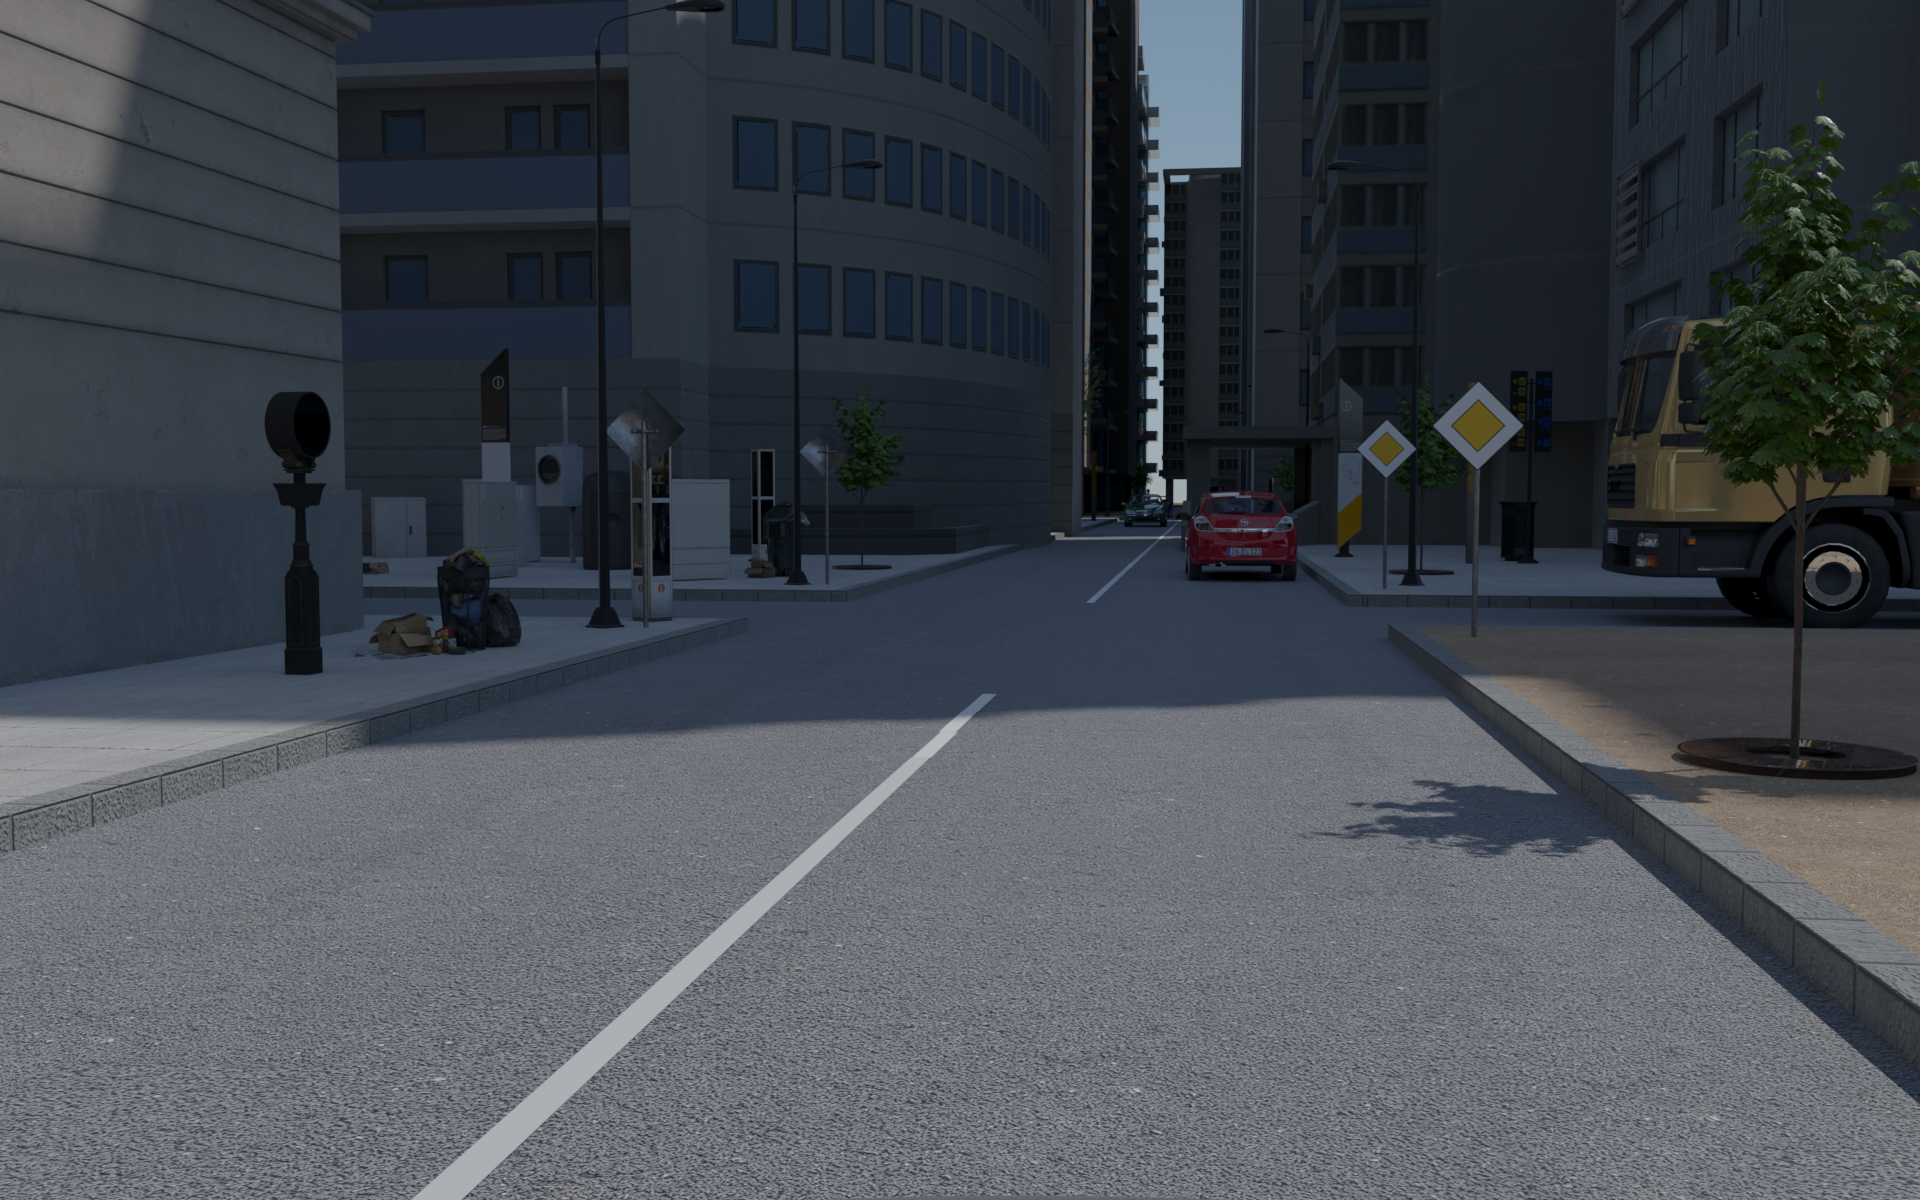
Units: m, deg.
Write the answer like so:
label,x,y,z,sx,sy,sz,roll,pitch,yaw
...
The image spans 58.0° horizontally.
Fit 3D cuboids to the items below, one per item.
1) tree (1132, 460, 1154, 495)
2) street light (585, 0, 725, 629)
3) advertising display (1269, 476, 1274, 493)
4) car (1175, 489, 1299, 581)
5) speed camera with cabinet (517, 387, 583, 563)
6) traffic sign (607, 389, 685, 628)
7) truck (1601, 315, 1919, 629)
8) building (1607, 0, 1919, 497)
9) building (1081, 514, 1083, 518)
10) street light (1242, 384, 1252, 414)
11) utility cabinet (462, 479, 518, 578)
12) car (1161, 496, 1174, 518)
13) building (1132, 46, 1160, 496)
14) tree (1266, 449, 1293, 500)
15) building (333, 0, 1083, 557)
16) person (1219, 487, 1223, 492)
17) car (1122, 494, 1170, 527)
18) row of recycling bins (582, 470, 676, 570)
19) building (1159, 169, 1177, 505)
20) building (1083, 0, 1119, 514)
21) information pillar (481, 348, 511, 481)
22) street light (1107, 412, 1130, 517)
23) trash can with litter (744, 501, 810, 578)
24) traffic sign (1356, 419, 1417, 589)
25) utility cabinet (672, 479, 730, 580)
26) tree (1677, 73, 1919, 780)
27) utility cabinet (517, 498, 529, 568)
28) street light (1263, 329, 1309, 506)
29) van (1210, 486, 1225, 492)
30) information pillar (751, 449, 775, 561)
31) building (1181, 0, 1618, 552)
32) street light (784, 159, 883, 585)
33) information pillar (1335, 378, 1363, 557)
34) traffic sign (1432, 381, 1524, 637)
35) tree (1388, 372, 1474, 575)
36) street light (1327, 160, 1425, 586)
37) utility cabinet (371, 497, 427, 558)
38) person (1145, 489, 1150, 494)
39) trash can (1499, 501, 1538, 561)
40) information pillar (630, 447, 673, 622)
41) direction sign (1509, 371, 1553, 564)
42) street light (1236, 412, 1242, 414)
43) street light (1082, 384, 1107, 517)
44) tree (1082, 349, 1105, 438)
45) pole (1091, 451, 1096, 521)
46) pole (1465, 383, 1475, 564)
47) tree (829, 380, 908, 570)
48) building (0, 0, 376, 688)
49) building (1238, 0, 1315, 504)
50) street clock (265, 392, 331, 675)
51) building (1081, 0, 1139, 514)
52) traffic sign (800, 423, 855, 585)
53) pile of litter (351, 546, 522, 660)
label,x,y,z,sx,sy,sz,roll,pitch,yaw
tree,14.810,-10.068,148.327,4.285,4.588,4.351,0,3,0
street light,-2.888,-2.684,16.429,1.470,5.913,1.316,1,4,8
advertising display,11.429,-3.568,63.558,0.123,1.923,0.974,1,4,15
car,4.829,-1.288,30.091,2.155,1.783,4.494,0,4,6
speed camera with cabinet,-7.982,-2.318,32.230,2.038,3.252,0.660,2,4,29
traffic sign,-3.011,-0.790,16.562,0.795,2.450,0.064,1,4,8
truck,11.320,-1.392,18.685,9.791,3.379,3.469,1,4,10
building,19.295,-21.018,27.231,14.086,41.232,14.154,1,4,8
building,-0.744,-26.732,87.176,14.600,45.320,14.200,1,4,8
street light,12.786,-6.158,73.226,1.470,5.913,1.316,1,4,8
utility cabinet,-7.120,-1.079,26.327,0.318,1.500,1.173,1,4,12
car,11.900,-5.605,104.215,1.945,1.354,3.894,1,4,10
building,7.038,-35.164,194.546,30.456,49.044,23.786,1,4,8
tree,12.709,-4.359,65.870,1.663,3.219,1.824,0,3,0
building,-8.055,-30.920,47.533,21.231,58.520,28.212,1,4,8
person,13.710,-5.067,91.446,0.694,1.812,0.767,2,4,26
car,8.300,-4.001,77.216,2.131,1.459,4.920,0,4,8
row of recycling bins,-5.862,-1.450,30.819,1.069,1.692,3.534,0,4,8
building,34.651,-30.755,194.727,23.993,40.220,32.217,1,4,8
building,-1.047,-28.110,114.226,22.147,44.769,28.867,1,4,8
information pillar,-7.459,-2.235,27.900,0.504,3.616,0.183,1,4,17
street light,8.911,-7.675,98.030,1.470,5.913,1.316,1,4,8
trash can with litter,-2.839,-0.939,26.747,0.624,1.170,1.055,2,4,28
traffic sign,5.738,-1.206,23.356,0.795,2.450,0.064,1,4,8
utility cabinet,-4.000,-1.044,25.755,1.173,1.500,0.318,-3,5,-41
tree,3.898,-0.824,8.071,1.663,3.219,1.824,0,3,0
utility cabinet,-7.949,-1.191,30.629,0.306,1.237,1.020,-2,4,-35
street light,9.220,-4.660,48.736,1.470,5.913,1.316,1,4,8
van,18.487,-7.517,127.294,2.240,2.365,5.245,0,4,6
information pillar,-3.232,-1.466,28.458,0.304,2.012,0.304,-2,4,-31
building,22.409,-21.674,46.251,32.217,40.220,23.993,1,4,8
street light,-1.767,-3.164,24.268,1.470,5.913,1.316,1,4,8
information pillar,7.896,-2.677,35.125,0.504,3.616,0.183,0,4,-1
traffic sign,4.602,-0.722,15.452,0.795,2.450,0.064,1,4,8
tree,7.404,-2.020,27.625,1.663,3.219,1.824,0,3,0
street light,5.809,-3.161,24.223,1.470,5.913,1.316,1,4,8
utility cabinet,-11.293,-1.451,34.880,1.020,1.237,0.306,-2,4,-31
person,10.964,-5.554,100.094,0.721,1.735,1.217,0,4,-1
trash can,10.670,-1.314,33.135,0.748,1.137,0.748,0,3,0
information pillar,-3.116,-0.795,17.488,0.304,2.012,0.304,3,5,40
direction sign,10.518,-2.445,31.970,0.876,3.537,0.379,-1,4,-16
street light,16.252,-7.657,97.730,1.470,5.913,1.316,1,4,8
street light,5.361,-6.177,73.537,1.470,5.913,1.316,1,4,8
tree,3.615,-7.307,69.838,4.737,8.622,4.395,0,3,0
pole,6.407,-5.447,82.901,0.158,3.312,0.155,0,3,0
pole,9.404,-2.322,31.802,0.158,3.312,0.155,0,3,0
tree,-1.623,-2.137,29.534,1.663,3.219,1.824,0,3,0
building,-17.536,-13.674,10.965,23.554,28.519,14.401,1,4,8
building,36.001,-37.594,156.661,21.231,58.520,28.212,1,4,8
street clock,-4.683,-0.473,12.303,0.358,2.002,0.471,1,4,12
building,6.615,-29.646,134.826,14.600,45.320,14.200,1,4,8
traffic sign,-1.876,-1.274,24.467,0.795,2.450,0.064,1,4,8
pile of litter,-4.323,-0.019,14.277,1.176,0.858,1.719,2,4,34
